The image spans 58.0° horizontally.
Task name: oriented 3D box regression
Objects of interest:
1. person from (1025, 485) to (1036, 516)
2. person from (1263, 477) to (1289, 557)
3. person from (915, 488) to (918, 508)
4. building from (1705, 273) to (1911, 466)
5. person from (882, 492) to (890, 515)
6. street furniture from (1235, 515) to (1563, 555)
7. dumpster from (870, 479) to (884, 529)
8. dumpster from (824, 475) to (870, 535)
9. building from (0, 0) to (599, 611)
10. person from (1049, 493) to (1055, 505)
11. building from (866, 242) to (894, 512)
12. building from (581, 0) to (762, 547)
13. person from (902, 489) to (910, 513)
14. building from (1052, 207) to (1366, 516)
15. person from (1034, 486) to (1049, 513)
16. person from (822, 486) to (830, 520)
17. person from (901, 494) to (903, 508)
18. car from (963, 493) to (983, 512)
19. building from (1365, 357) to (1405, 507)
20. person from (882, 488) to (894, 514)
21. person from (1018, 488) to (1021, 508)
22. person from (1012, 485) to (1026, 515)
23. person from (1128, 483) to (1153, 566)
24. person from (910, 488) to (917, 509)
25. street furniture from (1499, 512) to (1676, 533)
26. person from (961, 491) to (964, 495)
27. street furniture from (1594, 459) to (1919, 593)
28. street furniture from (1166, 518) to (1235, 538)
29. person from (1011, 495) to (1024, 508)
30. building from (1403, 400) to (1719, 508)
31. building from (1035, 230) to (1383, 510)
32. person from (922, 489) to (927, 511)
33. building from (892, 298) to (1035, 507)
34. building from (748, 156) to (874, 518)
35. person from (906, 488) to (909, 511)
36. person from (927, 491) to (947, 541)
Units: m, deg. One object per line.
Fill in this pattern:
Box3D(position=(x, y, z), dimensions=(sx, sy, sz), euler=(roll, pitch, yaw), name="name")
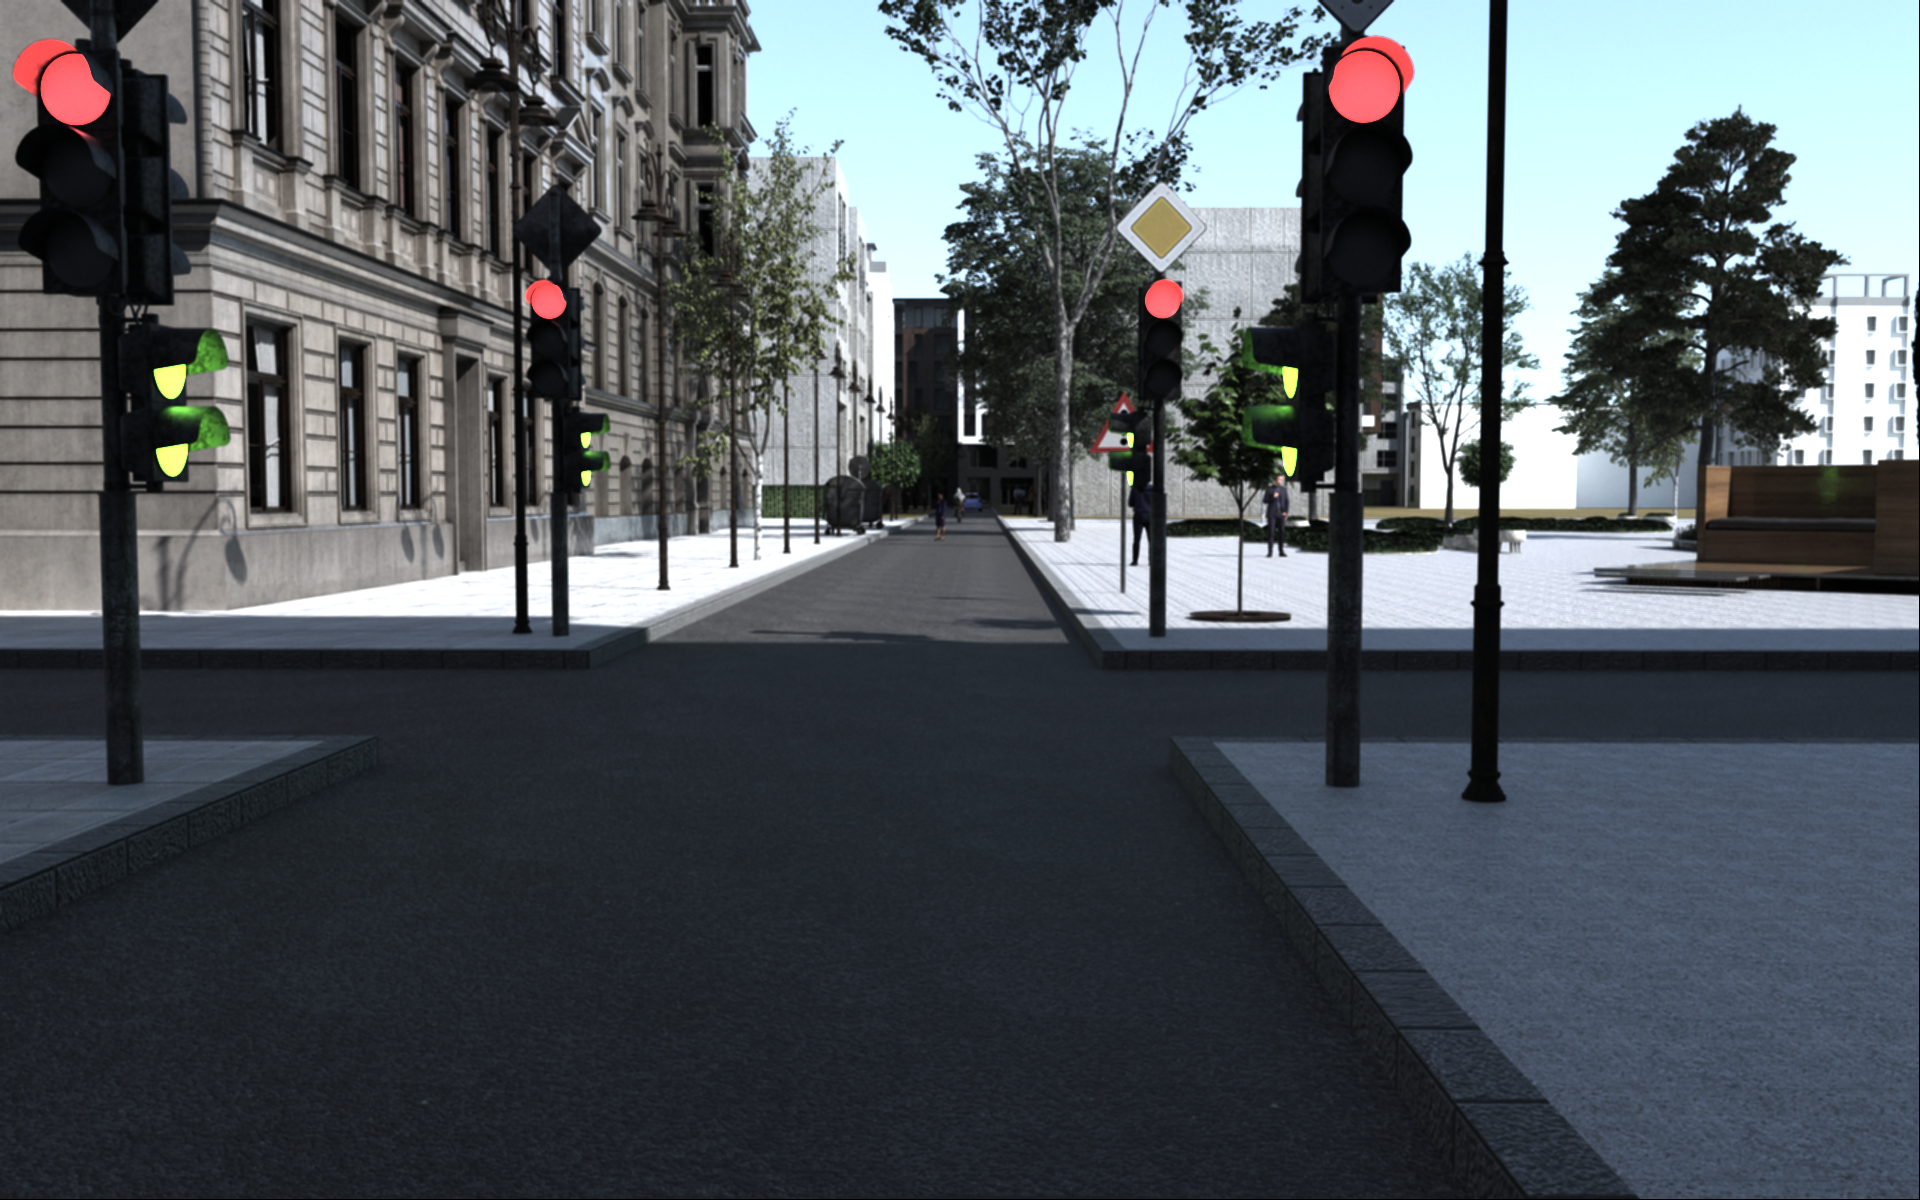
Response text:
Box3D(position=(4.262, -5.938, 103.216), dimensions=(0.705, 1.812, 1.348), euler=(3, 4, 38), name="person")
Box3D(position=(6.448, -1.735, 35.330), dimensions=(0.541, 1.710, 0.530), euler=(0, 4, 2), name="person")
Box3D(position=(-4.041, -9.266, 157.549), dimensions=(0.705, 1.822, 1.348), euler=(1, 4, 13), name="person")
Box3D(position=(75.033, -18.253, 154.856), dimensions=(11.380, 20.091, 16.016), euler=(0, 4, 1), name="building")
Box3D(position=(-4.713, -6.047, 108.173), dimensions=(0.557, 1.426, 1.065), euler=(3, 4, 38), name="person")
Box3D(position=(10.062, -1.592, 41.652), dimensions=(5.734, 0.657, 10.072), euler=(0, 4, 3), name="street furniture")
Box3D(position=(-3.460, -3.545, 63.711), dimensions=(1.264, 1.857, 1.865), euler=(0, 4, 1), name="dumpster")
Box3D(position=(-3.612, -2.975, 54.404), dimensions=(1.264, 1.857, 1.865), euler=(0, 4, 1), name="dumpster")
Box3D(position=(-12.651, -9.964, 27.532), dimensions=(10.561, 19.102, 19.286), euler=(0, 4, 1), name="building")
Box3D(position=(4.693, -4.890, 86.444), dimensions=(0.683, 1.767, 0.568), euler=(-1, 4, -12), name="person")
Box3D(position=(-12.968, -16.620, 128.157), dimensions=(16.016, 20.091, 11.380), euler=(0, 4, 1), name="building")
Box3D(position=(-13.921, -14.392, 54.388), dimensions=(14.460, 24.649, 34.723), euler=(0, 4, 1), name="building")
Box3D(position=(-3.681, -6.789, 117.060), dimensions=(0.705, 1.821, 1.348), euler=(-1, 4, -20), name="person")
Box3D(position=(15.003, -15.223, 115.349), dimensions=(16.747, 18.905, 31.486), euler=(0, 4, 1), name="building")
Box3D(position=(5.560, -6.848, 118.020), dimensions=(1.348, 1.823, 0.705), euler=(0, 4, 7), name="person")
Box3D(position=(-6.635, -4.902, 87.106), dimensions=(0.530, 1.710, 0.541), euler=(-2, 4, -32), name="person")
Box3D(position=(-5.099, -9.195, 156.823), dimensions=(0.568, 1.767, 0.683), euler=(3, 4, 38), name="person")
Box3D(position=(0.933, -7.997, 140.347), dimensions=(1.945, 1.707, 3.694), euler=(0, 4, -1), name="car")
Box3D(position=(29.762, -19.514, 185.512), dimensions=(31.486, 18.905, 16.747), euler=(0, 4, 1), name="building")
Box3D(position=(-4.829, -6.581, 114.366), dimensions=(1.217, 1.743, 0.721), euler=(2, 4, 33), name="person")
Box3D(position=(5.581, -9.529, 161.852), dimensions=(0.705, 1.823, 1.348), euler=(0, 4, 4), name="person")
Box3D(position=(3.456, -6.090, 105.481), dimensions=(0.709, 1.838, 0.599), euler=(1, 4, 22), name="person")
Box3D(position=(3.308, -1.488, 31.073), dimensions=(0.576, 1.737, 0.504), euler=(0, 4, -7), name="person")
Box3D(position=(-4.034, -8.983, 153.047), dimensions=(0.705, 1.807, 1.348), euler=(-2, 4, -26), name="person")
Box3D(position=(20.146, -2.790, 61.243), dimensions=(10.072, 0.657, 5.734), euler=(3, 4, 38), name="street furniture")
Box3D(position=(0.053, -9.390, 162.468), dimensions=(0.568, 1.767, 0.683), euler=(-1, 4, -19), name="person")
Box3D(position=(14.765, -1.079, 24.499), dimensions=(9.812, 1.723, 11.010), euler=(3, 5, 41), name="street furniture")
Box3D(position=(8.989, -2.420, 55.201), dimensions=(5.734, 0.657, 10.072), euler=(1, 4, 16), name="street furniture")
Box3D(position=(5.195, -9.100, 155.554), dimensions=(1.217, 1.735, 0.721), euler=(-1, 4, -18), name="person")
Box3D(position=(55.177, -13.270, 159.109), dimensions=(28.070, 9.664, 9.099), euler=(0, 4, 1), name="building")
Box3D(position=(21.147, -18.556, 147.364), dimensions=(27.936, 21.610, 32.646), euler=(0, 4, 1), name="building")
Box3D(position=(-2.713, -7.573, 131.328), dimensions=(0.415, 1.643, 0.593), euler=(-2, 4, -35), name="person")
Box3D(position=(-2.240, -21.230, 191.083), dimensions=(32.646, 21.610, 27.936), euler=(0, 4, 1), name="building")
Box3D(position=(-14.671, -14.701, 106.820), dimensions=(16.747, 18.905, 31.486), euler=(0, 4, 1), name="building")
Box3D(position=(-4.163, -7.792, 134.158), dimensions=(0.721, 1.736, 1.217), euler=(-1, 4, -17), name="person")
Box3D(position=(-0.674, -2.591, 53.230), dimensions=(0.453, 1.535, 0.546), euler=(2, 4, 28), name="person")
